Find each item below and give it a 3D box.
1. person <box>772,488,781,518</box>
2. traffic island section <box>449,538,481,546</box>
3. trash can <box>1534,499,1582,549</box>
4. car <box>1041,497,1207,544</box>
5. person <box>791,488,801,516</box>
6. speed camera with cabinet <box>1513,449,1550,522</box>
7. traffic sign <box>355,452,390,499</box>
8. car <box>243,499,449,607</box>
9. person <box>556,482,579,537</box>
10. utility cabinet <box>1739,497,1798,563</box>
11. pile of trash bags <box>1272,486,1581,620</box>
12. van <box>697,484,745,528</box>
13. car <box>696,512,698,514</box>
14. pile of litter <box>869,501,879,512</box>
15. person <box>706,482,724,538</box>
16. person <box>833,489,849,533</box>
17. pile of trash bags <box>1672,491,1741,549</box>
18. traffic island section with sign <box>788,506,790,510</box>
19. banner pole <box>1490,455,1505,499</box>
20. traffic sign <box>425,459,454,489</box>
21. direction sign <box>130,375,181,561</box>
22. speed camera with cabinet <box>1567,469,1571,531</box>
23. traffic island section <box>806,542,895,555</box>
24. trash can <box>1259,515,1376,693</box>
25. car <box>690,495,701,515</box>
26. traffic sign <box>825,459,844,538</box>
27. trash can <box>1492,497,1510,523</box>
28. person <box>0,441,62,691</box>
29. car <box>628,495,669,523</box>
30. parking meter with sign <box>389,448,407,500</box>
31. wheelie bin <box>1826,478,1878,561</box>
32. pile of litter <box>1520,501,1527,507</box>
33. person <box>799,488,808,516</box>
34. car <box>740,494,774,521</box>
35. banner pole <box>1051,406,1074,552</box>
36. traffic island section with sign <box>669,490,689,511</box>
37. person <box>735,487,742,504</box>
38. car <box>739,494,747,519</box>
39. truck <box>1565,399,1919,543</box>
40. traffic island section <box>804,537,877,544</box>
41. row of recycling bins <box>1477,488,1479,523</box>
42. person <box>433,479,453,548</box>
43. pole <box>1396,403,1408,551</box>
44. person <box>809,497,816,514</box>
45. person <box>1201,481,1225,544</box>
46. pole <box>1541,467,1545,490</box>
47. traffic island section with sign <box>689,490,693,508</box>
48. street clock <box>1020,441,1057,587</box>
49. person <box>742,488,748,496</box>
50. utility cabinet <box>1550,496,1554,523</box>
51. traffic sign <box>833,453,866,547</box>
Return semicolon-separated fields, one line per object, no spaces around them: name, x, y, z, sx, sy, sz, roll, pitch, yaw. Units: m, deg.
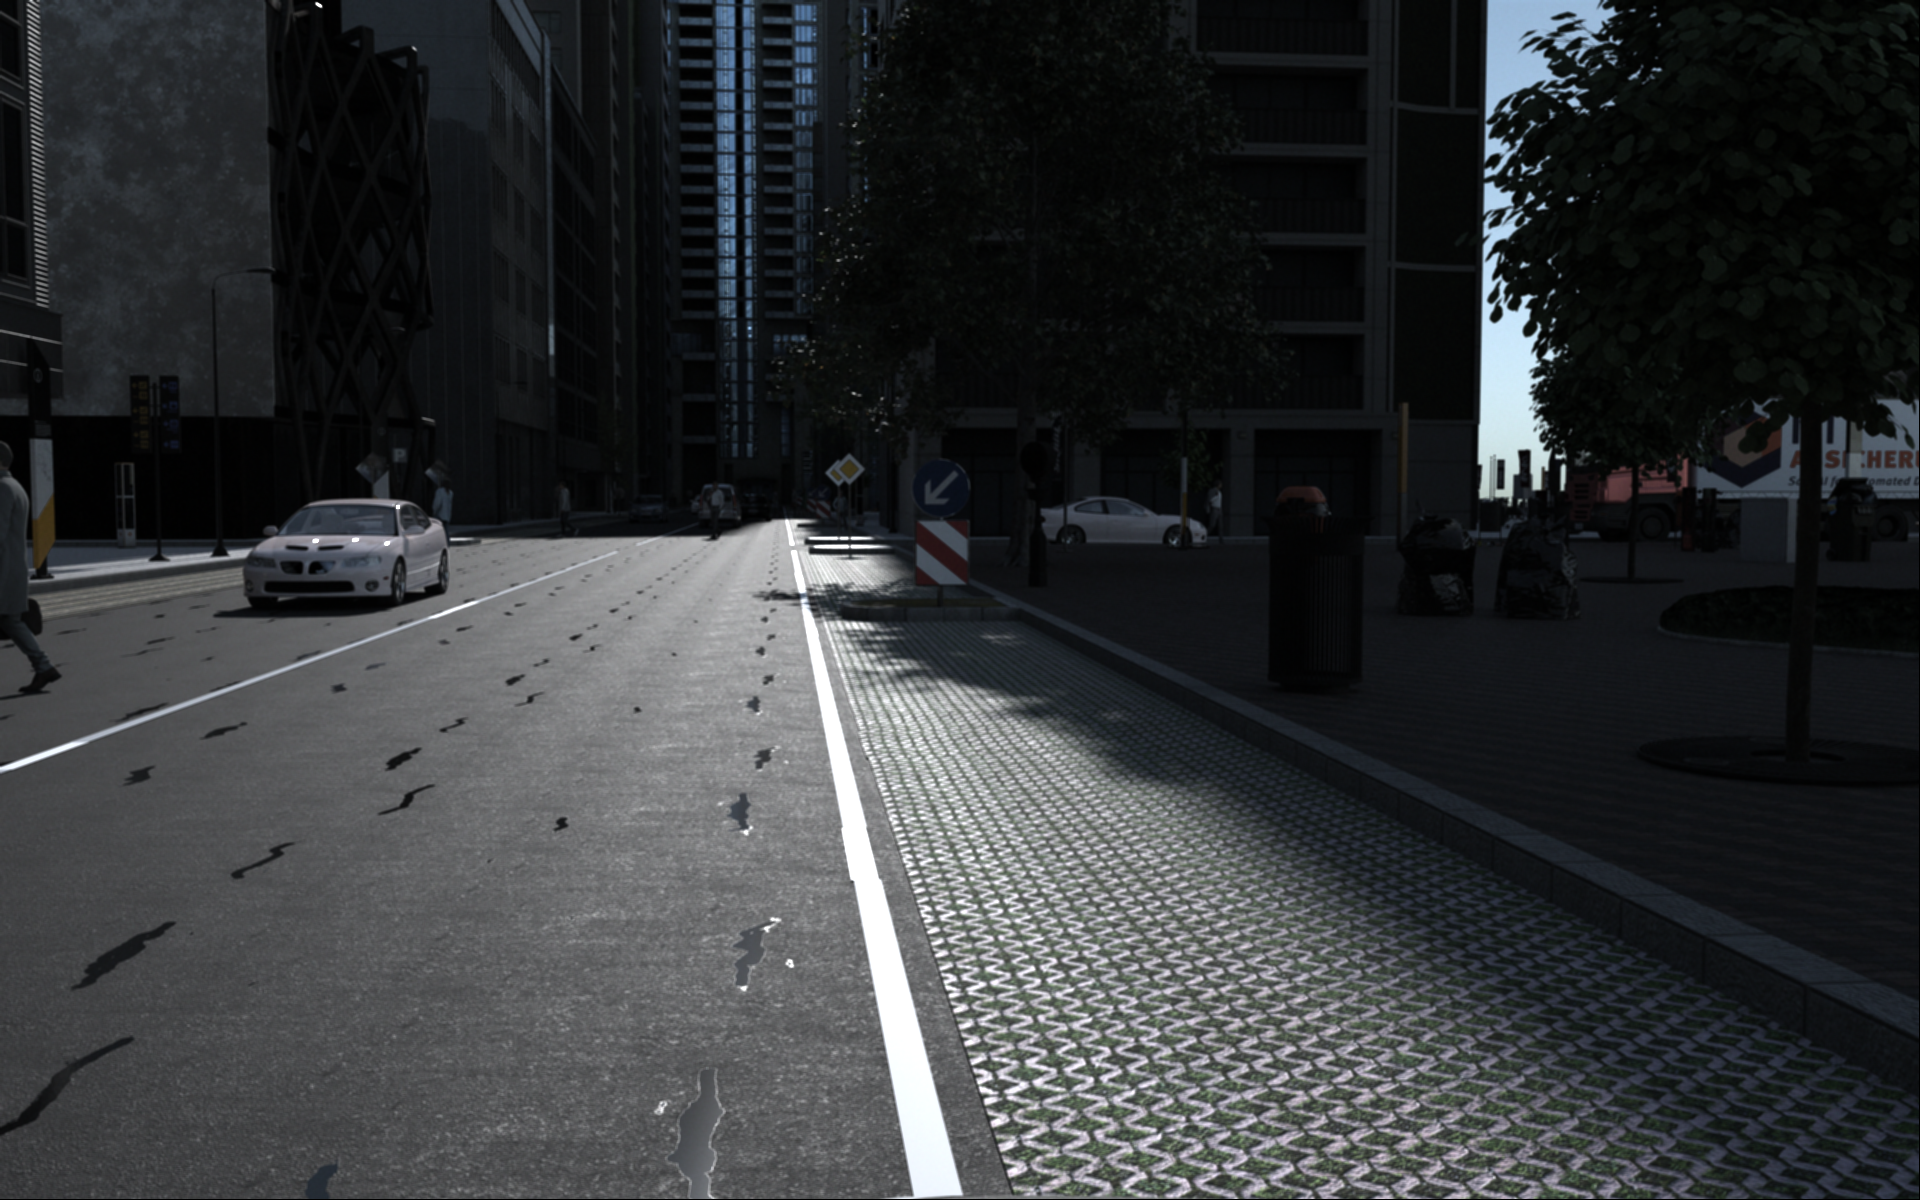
person;-10.840;-5.739;102.423;0.778;1.811;0.616;2;4;35
traffic island section;-14.719;-1.631;48.955;2.009;0.180;2.903;0;4;-6
trash can;11.908;-1.413;34.758;0.748;1.137;0.748;0;3;0
car;4.075;-2.023;45.439;4.827;1.381;2.083;0;4;-6
person;-10.844;-6.412;113.462;0.853;1.813;0.709;-3;5;-41
speed camera with cabinet;25.505;-5.073;77.283;2.038;3.252;0.660;-3;4;-39
traffic sign;-13.875;-2.282;40.953;0.795;2.450;0.064;0;4;-6
car;-8.204;-0.681;23.497;2.083;1.381;4.827;0;4;-5
person;-13.032;-3.004;57.468;0.795;1.843;0.661;0;4;-3
utility cabinet;15.327;-1.326;32.843;0.306;1.237;1.020;-2;4;-28
pile of trash bags;5.104;-0.569;19.056;3.447;1.369;1.912;2;4;28
van;-10.230;-4.091;73.893;2.013;2.044;4.112;0;4;-5
car;-18.701;-7.089;128.481;1.945;1.354;3.894;0;4;-5
pile of litter;-5.983;-6.721;123.850;1.176;0.858;1.719;1;4;14
person;-8.003;-2.933;56.556;0.679;1.850;0.850;2;4;23
person;-4.382;-3.270;63.778;0.589;1.601;0.330;0;4;-7
pile of trash bags;18.587;-1.993;42.330;1.912;1.369;3.447;-1;4;-13
traffic island section with sign;-14.002;-8.756;151.785;1.989;1.847;2.006;0;4;-6
banner pole;34.337;-7.373;110.565;0.863;3.779;0.401;1;4;13
traffic sign;-14.696;-2.768;48.896;0.795;2.450;0.064;0;4;-6
direction sign;-15.381;-2.518;33.173;0.876;3.537;0.379;-1;4;-9
speed camera with cabinet;22.159;-4.026;60.161;2.038;3.252;0.660;1;4;20
traffic island section;-2.665;-1.216;42.165;2.009;0.180;2.903;0;4;-6
trash can;2.327;0.020;11.327;0.748;1.137;0.748;0;3;0
car;-17.923;-6.691;121.764;2.083;1.381;4.827;0;4;-8
traffic sign;-3.509;-2.837;50.028;0.795;2.450;0.064;0;4;-6
trash can;23.851;-3.959;76.391;0.748;1.137;0.748;0;3;0
person;-6.910;-0.233;12.416;0.767;1.812;0.694;-1;4;-18
car;-15.615;-4.588;87.010;2.014;1.417;4.499;0;4;-6
parking meter with sign;-21.686;-4.298;66.527;0.543;3.016;1.738;-2;4;-30
wheelie bin;17.104;-1.545;33.167;0.980;1.594;0.693;-1;4;-20
pile of litter;40.154;-6.755;124.408;1.176;0.858;1.719;2;4;29
person;-9.956;-6.253;110.986;0.529;1.795;0.600;-3;4;-36
car;-10.929;-5.040;92.192;2.009;1.686;4.222;0;4;-4
banner pole;2.228;-2.963;38.467;0.401;3.779;0.863;-2;4;-27
traffic island section with sign;-24.937;-8.705;150.960;1.989;1.847;2.006;0;4;-6
person;-11.457;-4.901;88.808;0.661;1.801;0.590;1;4;22
car;-13.062;-5.472;99.252;2.009;1.686;4.222;0;4;-7
truck;22.161;-3.640;48.426;11.283;4.237;2.839;0;4;-4
traffic island section;-3.486;-1.702;50.108;2.009;0.180;2.903;0;4;-6
row of recycling bins;21.826;-4.335;77.986;1.069;1.692;3.534;-3;4;-36
person;-12.108;-1.947;40.603;0.793;1.790;0.793;-1;4;-10
pole;9.905;-2.749;38.783;0.158;3.312;0.155;0;3;0
person;-10.741;-7.091;125.902;0.593;1.643;0.415;-1;4;-13
person;6.973;-2.379;47.502;0.850;1.850;0.679;2;4;32
pole;43.498;-8.281;129.240;0.158;3.312;0.155;0;3;0
traffic island section with sign;-27.761;-10.372;178.211;1.989;1.847;2.006;0;4;-6
street clock;1.079;-1.185;23.949;0.471;2.002;0.358;3;4;38
person;-13.151;-5.920;105.481;0.721;1.800;0.419;2;4;33
utility cabinet;24.084;-3.544;69.114;0.306;1.237;1.020;-3;5;-40
traffic sign;-2.688;-2.351;42.085;0.795;2.450;0.064;0;4;-6
